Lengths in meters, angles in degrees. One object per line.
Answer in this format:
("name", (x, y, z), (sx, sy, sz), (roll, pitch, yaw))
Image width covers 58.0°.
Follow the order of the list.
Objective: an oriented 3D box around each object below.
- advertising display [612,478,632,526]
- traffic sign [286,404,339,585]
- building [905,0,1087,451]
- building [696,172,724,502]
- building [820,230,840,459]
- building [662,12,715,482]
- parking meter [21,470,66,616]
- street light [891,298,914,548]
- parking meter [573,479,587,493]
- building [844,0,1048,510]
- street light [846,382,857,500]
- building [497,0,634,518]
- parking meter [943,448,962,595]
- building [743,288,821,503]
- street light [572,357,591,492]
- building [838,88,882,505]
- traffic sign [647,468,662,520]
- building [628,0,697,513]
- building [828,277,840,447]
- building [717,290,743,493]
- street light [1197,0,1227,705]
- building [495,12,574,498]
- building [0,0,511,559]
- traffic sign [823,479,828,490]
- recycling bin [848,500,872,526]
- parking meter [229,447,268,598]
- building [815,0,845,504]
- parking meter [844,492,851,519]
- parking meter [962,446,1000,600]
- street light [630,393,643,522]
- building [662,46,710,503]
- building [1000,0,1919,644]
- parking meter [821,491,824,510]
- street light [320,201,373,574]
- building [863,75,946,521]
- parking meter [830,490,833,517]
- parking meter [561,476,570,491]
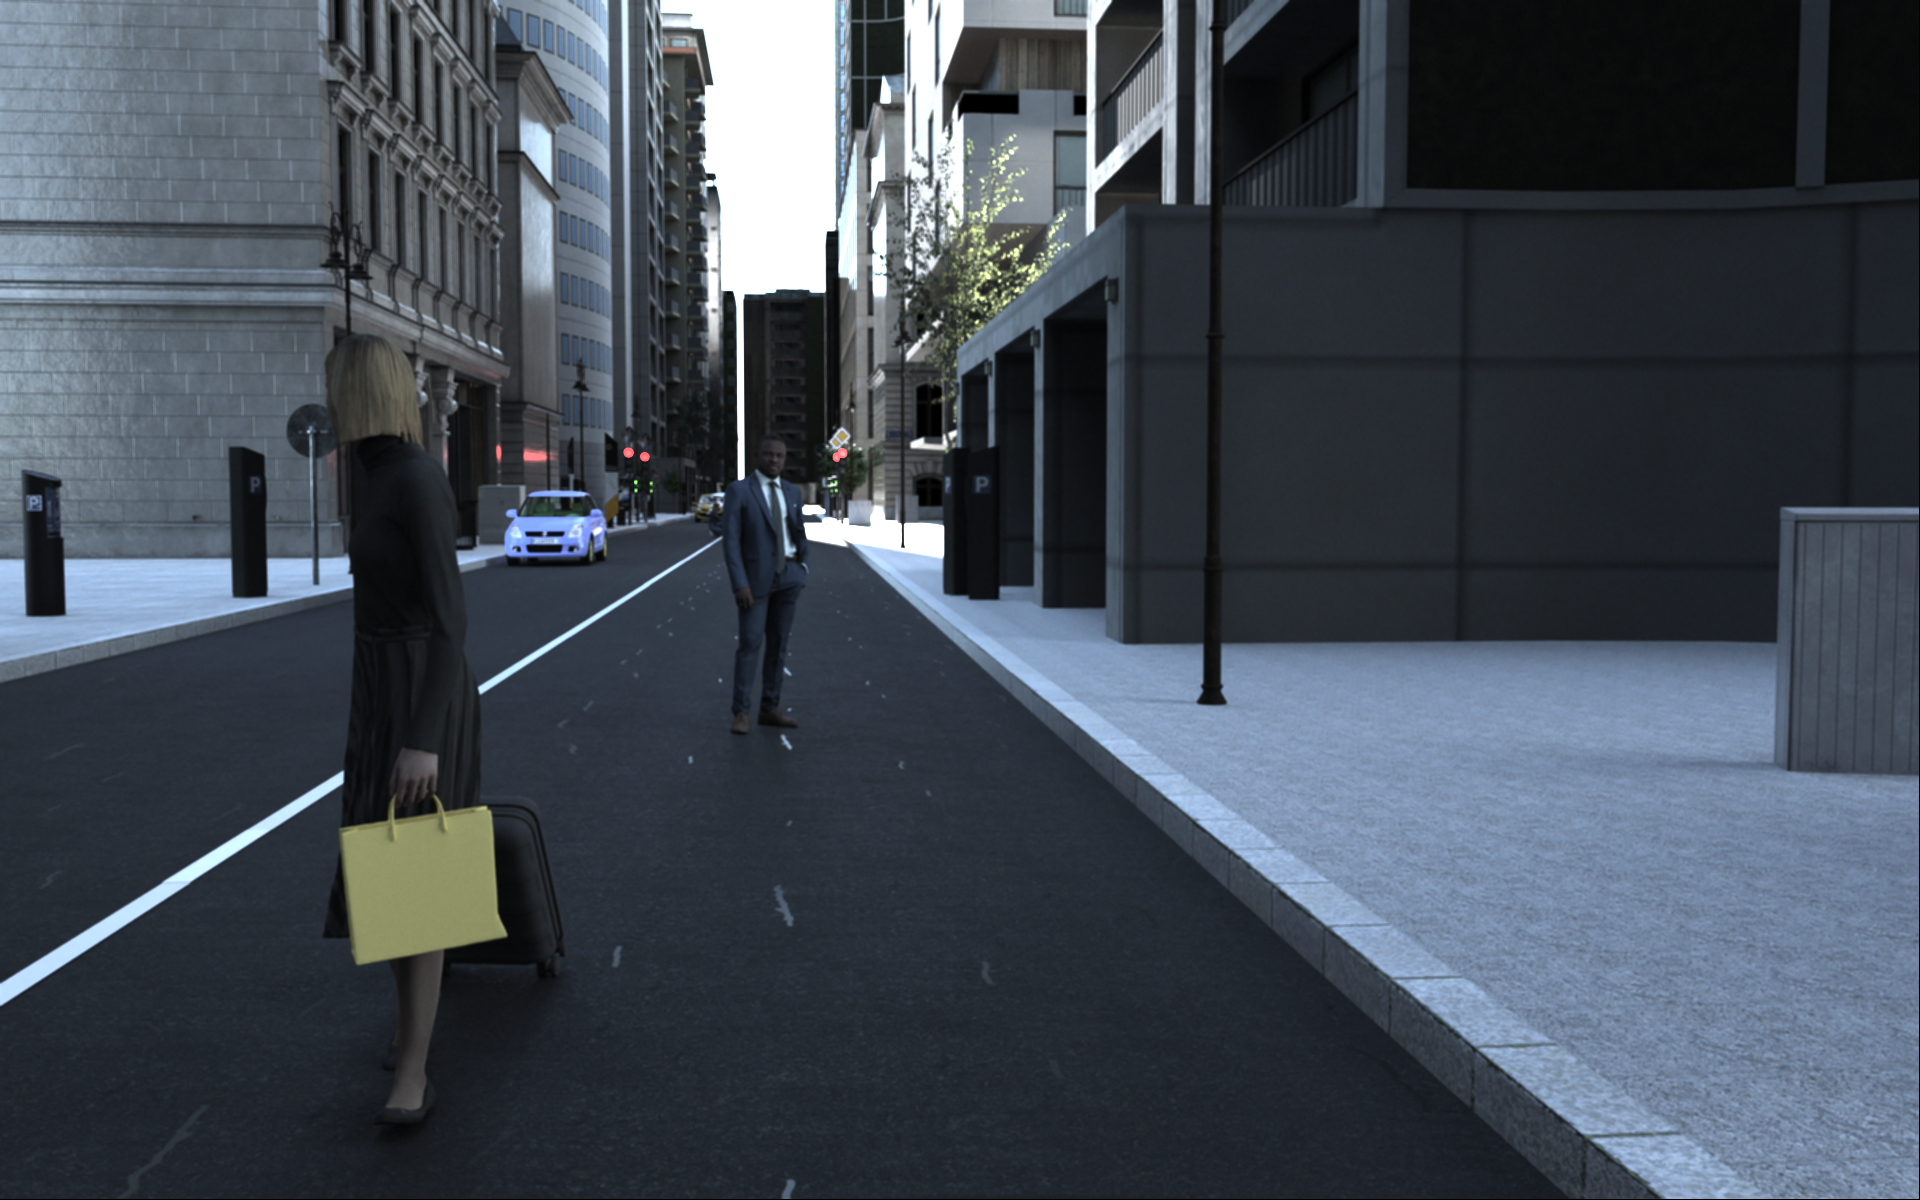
("advertising display", (-13.803, -3.994, 70.523), (0.974, 1.923, 0.123), (2, 4, 26))
("traffic sign", (-9.100, -1.486, 24.399), (0.768, 2.556, 0.104), (0, 4, 0))
("building", (12.363, -28.664, 57.901), (28.713, 52.752, 27.495), (0, 4, -6))
("building", (-37.309, -32.854, 220.761), (14.086, 41.232, 14.154), (0, 4, -6))
("building", (-7.943, -25.688, 191.701), (14.160, 30.474, 14.107), (0, 4, -6))
("building", (-42.333, -37.017, 194.474), (28.713, 52.752, 27.495), (0, 4, -6))
("parking meter", (-9.677, -0.604, 18.290), (0.372, 1.533, 0.369), (0, 3, 0))
("street light", (-1.350, -4.159, 40.790), (0.468, 5.910, 1.993), (0, 4, -6))
("parking meter", (-15.063, -3.862, 68.849), (0.399, 1.863, 0.255), (0, 4, 2))
("building", (-3.202, -44.970, 173.512), (20.563, 71.187, 20.611), (0, 4, -6))
("street light", (-4.466, -6.024, 71.276), (0.468, 5.910, 1.993), (0, 4, -6))
("building", (-29.371, -33.579, 91.008), (21.231, 58.520, 28.212), (0, 4, -6))
("parking meter", (-0.041, -1.000, 22.063), (0.255, 1.863, 0.399), (-1, 4, -21))
("building", (-23.845, -29.034, 246.400), (14.107, 30.474, 14.160), (0, 4, -6))
("street light", (-12.798, -5.249, 58.613), (0.468, 5.910, 1.993), (0, 4, -6))
("building", (1.599, -19.454, 122.591), (19.350, 26.468, 34.151), (0, 4, -6))
("traffic sign", (-15.127, -5.238, 85.746), (0.768, 2.556, 0.104), (0, 4, 3))
("building", (-29.659, -41.902, 123.349), (20.563, 71.187, 20.611), (0, 4, -6))
("building", (-4.870, -19.415, 147.118), (12.332, 23.373, 15.834), (0, 4, -6))
("building", (-38.370, -28.899, 244.193), (14.107, 30.474, 14.160), (0, 4, -6))
("street light", (1.543, -2.302, 10.432), (0.468, 5.910, 1.993), (0, 4, -6))
("building", (-24.501, -12.160, 63.442), (19.286, 19.102, 10.561), (0, 4, -6))
("building", (-17.097, -11.255, 34.933), (10.553, 20.767, 40.483), (0, 4, -6))
("traffic sign", (-8.039, -6.306, 105.229), (0.606, 2.300, 0.079), (0, 4, -3))
("recycling bin", (-4.039, -3.504, 69.848), (0.722, 1.027, 0.722), (-3, 5, -43))
("parking meter", (-8.860, -0.970, 21.579), (0.255, 1.863, 0.399), (1, 4, 20))
("building", (-6.593, -55.089, 213.381), (22.319, 86.520, 31.000), (0, 4, -6))
("parking meter", (-5.783, -5.097, 89.050), (0.399, 1.863, 0.255), (2, 4, 33))
("parking meter", (0.273, -0.940, 21.078), (0.399, 1.863, 0.255), (1, 4, 10))
("street light", (-14.839, -6.531, 79.577), (0.468, 5.910, 1.993), (0, 4, -6))
("building", (-35.744, -31.333, 166.920), (22.147, 44.769, 28.867), (0, 4, -6))
("building", (11.100, -35.465, 18.112), (20.563, 71.187, 20.611), (0, 4, -6))
("parking meter", (-11.123, -8.278, 141.061), (0.255, 1.863, 0.399), (-3, 4, -36))
("street light", (-9.762, -3.359, 27.707), (0.468, 5.910, 1.993), (0, 4, -6))
("building", (12.727, -16.481, 88.553), (34.723, 24.649, 14.460), (0, 4, -6))
("parking meter", (-7.036, -5.365, 96.136), (0.372, 1.533, 0.369), (0, 3, 0))
("parking meter", (-12.438, -2.990, 54.605), (0.255, 1.863, 0.399), (-1, 4, -9))
